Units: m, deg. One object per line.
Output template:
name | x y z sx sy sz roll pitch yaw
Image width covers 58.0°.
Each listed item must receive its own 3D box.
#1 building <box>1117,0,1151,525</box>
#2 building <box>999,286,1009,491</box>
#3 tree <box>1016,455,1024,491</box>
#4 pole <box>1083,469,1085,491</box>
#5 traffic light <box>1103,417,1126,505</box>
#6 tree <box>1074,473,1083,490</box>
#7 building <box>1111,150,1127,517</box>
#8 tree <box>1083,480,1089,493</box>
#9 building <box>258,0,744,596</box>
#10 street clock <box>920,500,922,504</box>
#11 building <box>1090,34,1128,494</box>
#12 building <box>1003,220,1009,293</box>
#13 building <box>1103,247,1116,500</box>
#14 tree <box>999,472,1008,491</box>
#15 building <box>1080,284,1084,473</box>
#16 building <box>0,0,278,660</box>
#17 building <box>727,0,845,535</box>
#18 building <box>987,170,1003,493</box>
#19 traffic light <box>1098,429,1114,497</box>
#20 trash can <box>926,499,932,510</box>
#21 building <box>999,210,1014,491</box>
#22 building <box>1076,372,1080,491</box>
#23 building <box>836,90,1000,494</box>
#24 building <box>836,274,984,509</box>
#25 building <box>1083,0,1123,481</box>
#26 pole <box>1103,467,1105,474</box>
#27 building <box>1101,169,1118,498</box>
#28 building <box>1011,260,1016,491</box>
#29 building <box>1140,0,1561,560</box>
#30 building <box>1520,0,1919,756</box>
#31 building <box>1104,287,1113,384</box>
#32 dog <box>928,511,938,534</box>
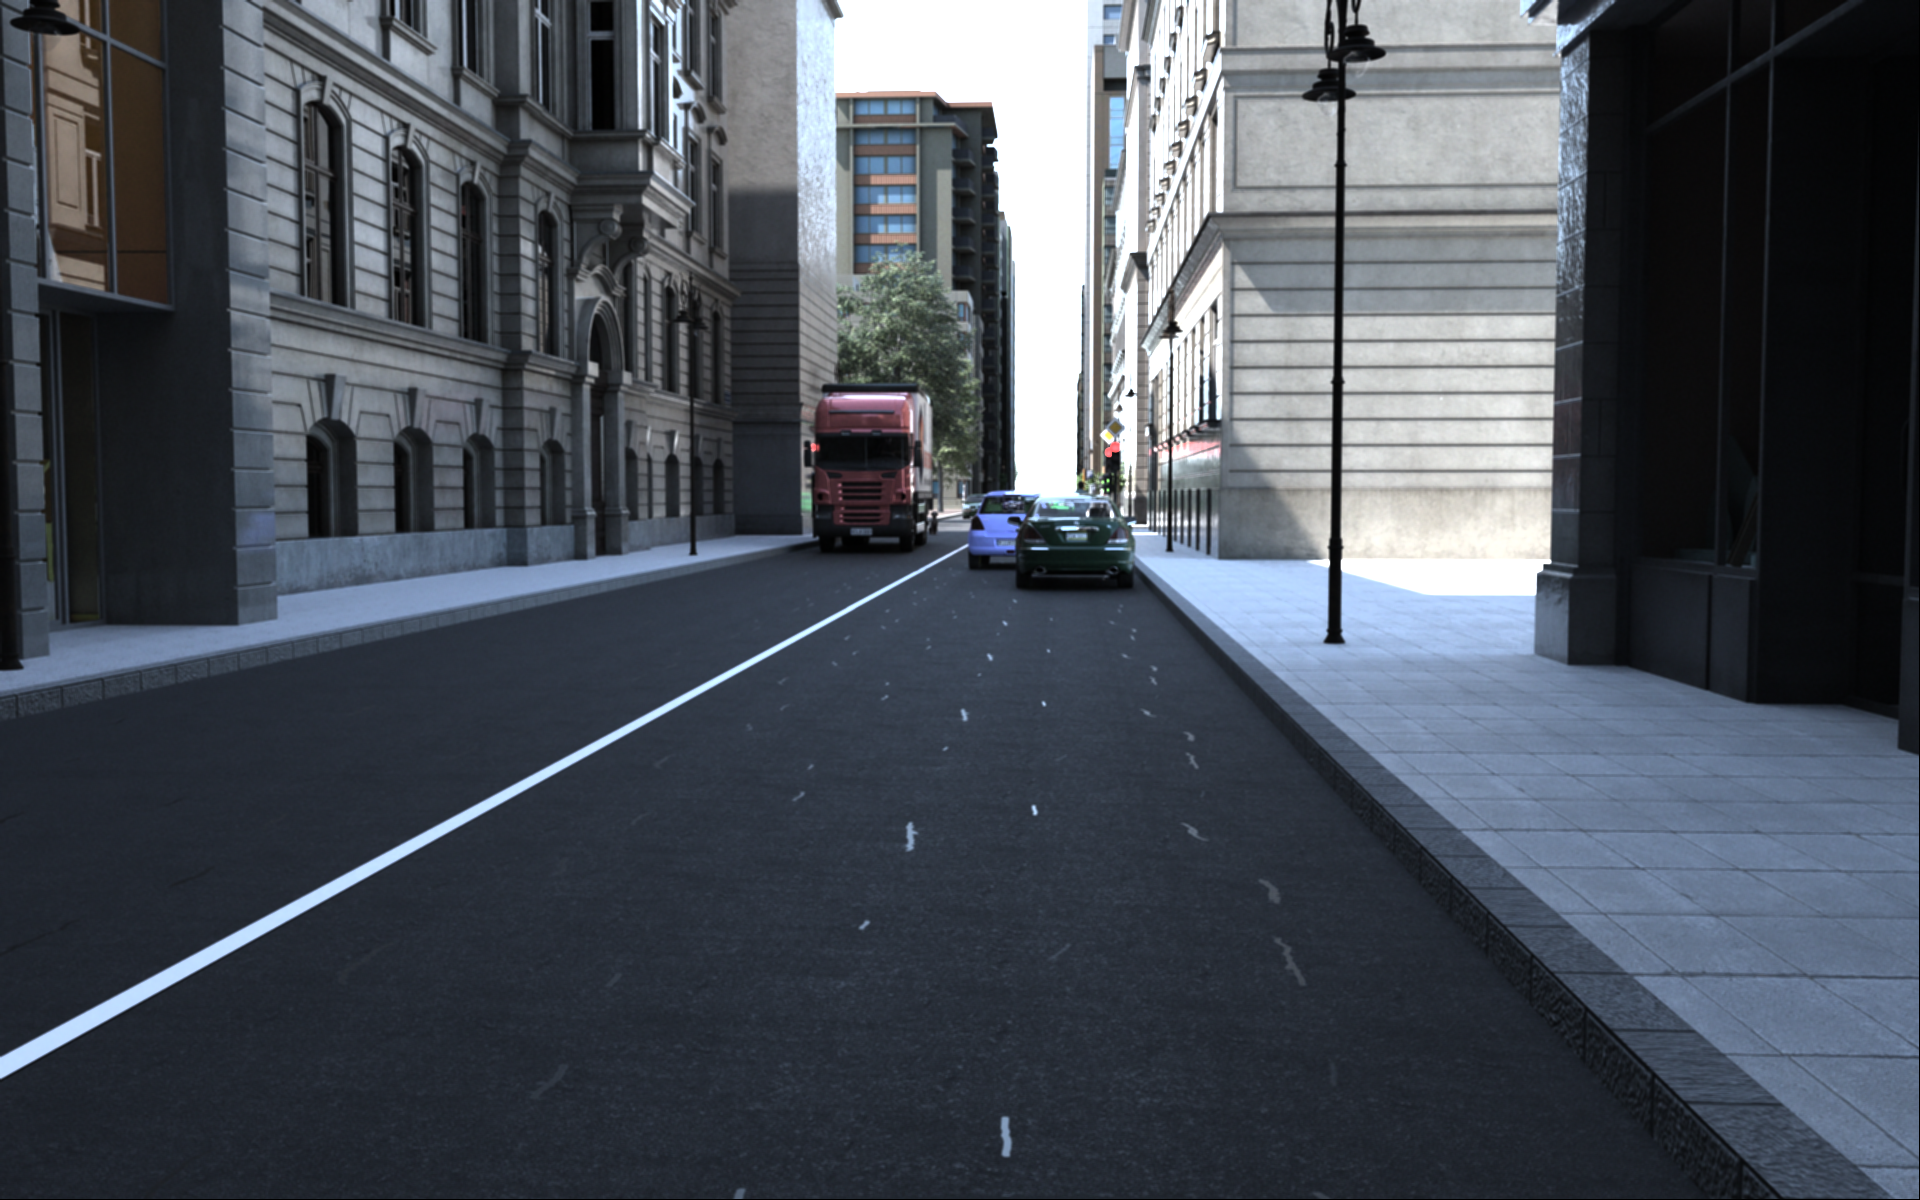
building | 19.610 -17.028 75.668 25.104 27.353 12.463 0 4 3
building | -0.607 -28.481 237.370 14.160 30.474 14.107 0 4 3
tree | 9.566 -21.767 306.254 4.737 8.622 4.395 0 3 0
pole | 10.012 -8.938 139.986 0.158 3.312 0.155 0 3 0
traffic light | 5.624 -4.530 62.979 0.839 4.253 0.868 0 4 3
tree | 16.546 -15.008 229.096 4.285 4.588 4.351 0 3 0
building | 13.496 -15.102 96.070 9.793 20.994 18.267 0 4 3
tree | 11.439 -9.351 147.486 1.663 3.219 1.824 0 3 0
building | -12.926 -13.199 34.890 14.460 24.649 34.723 0 4 3
street clock | -2.479 -6.562 111.858 0.471 2.002 0.358 2 4 25
building | 19.872 -31.804 170.108 14.600 45.320 14.200 0 4 3
building | -0.210 -34.742 251.618 14.154 41.232 14.086 0 4 3
building | 14.987 -15.302 114.813 10.561 19.102 19.286 0 4 3
tree | 4.626 -14.701 224.071 4.285 4.588 4.351 0 3 0
building | 23.485 -28.492 237.553 14.160 30.474 14.107 0 4 3
building | -13.235 -13.761 2.494 11.434 29.767 29.804 0 4 3
building | -13.547 -12.814 58.663 18.267 20.994 9.793 0 4 3
building | -2.387 -32.384 213.070 14.154 41.232 14.086 0 4 3
traffic light | 6.095 -5.017 70.950 0.839 4.253 0.868 0 4 3
trash can | -2.465 -7.843 139.892 0.748 1.137 0.748 0 3 0
building | 1.484 -38.509 279.733 14.600 45.320 14.200 0 4 3
building | 31.340 -25.346 259.445 27.650 21.520 28.899 0 4 3
building | -6.989 -32.766 190.356 22.147 44.769 28.867 0 4 3
building | -12.260 -19.412 162.419 27.650 21.520 28.899 0 4 3
building | 24.248 -39.753 191.953 21.231 58.520 28.212 0 4 3
pole | 10.640 -8.220 128.245 0.158 3.312 0.155 0 3 0
building | 19.803 -23.510 156.095 14.160 30.474 14.107 0 4 3
building | 2.316 -37.354 294.324 14.154 41.232 14.086 0 4 3
building | 13.136 -13.065 46.896 16.112 22.955 30.059 0 4 3
building | 8.953 -9.832 11.662 10.553 20.767 40.483 0 4 3
building | 17.237 -18.265 134.791 11.583 22.565 21.152 0 4 3
dog | -0.860 -2.742 61.662 0.513 0.831 0.800 2 4 28
